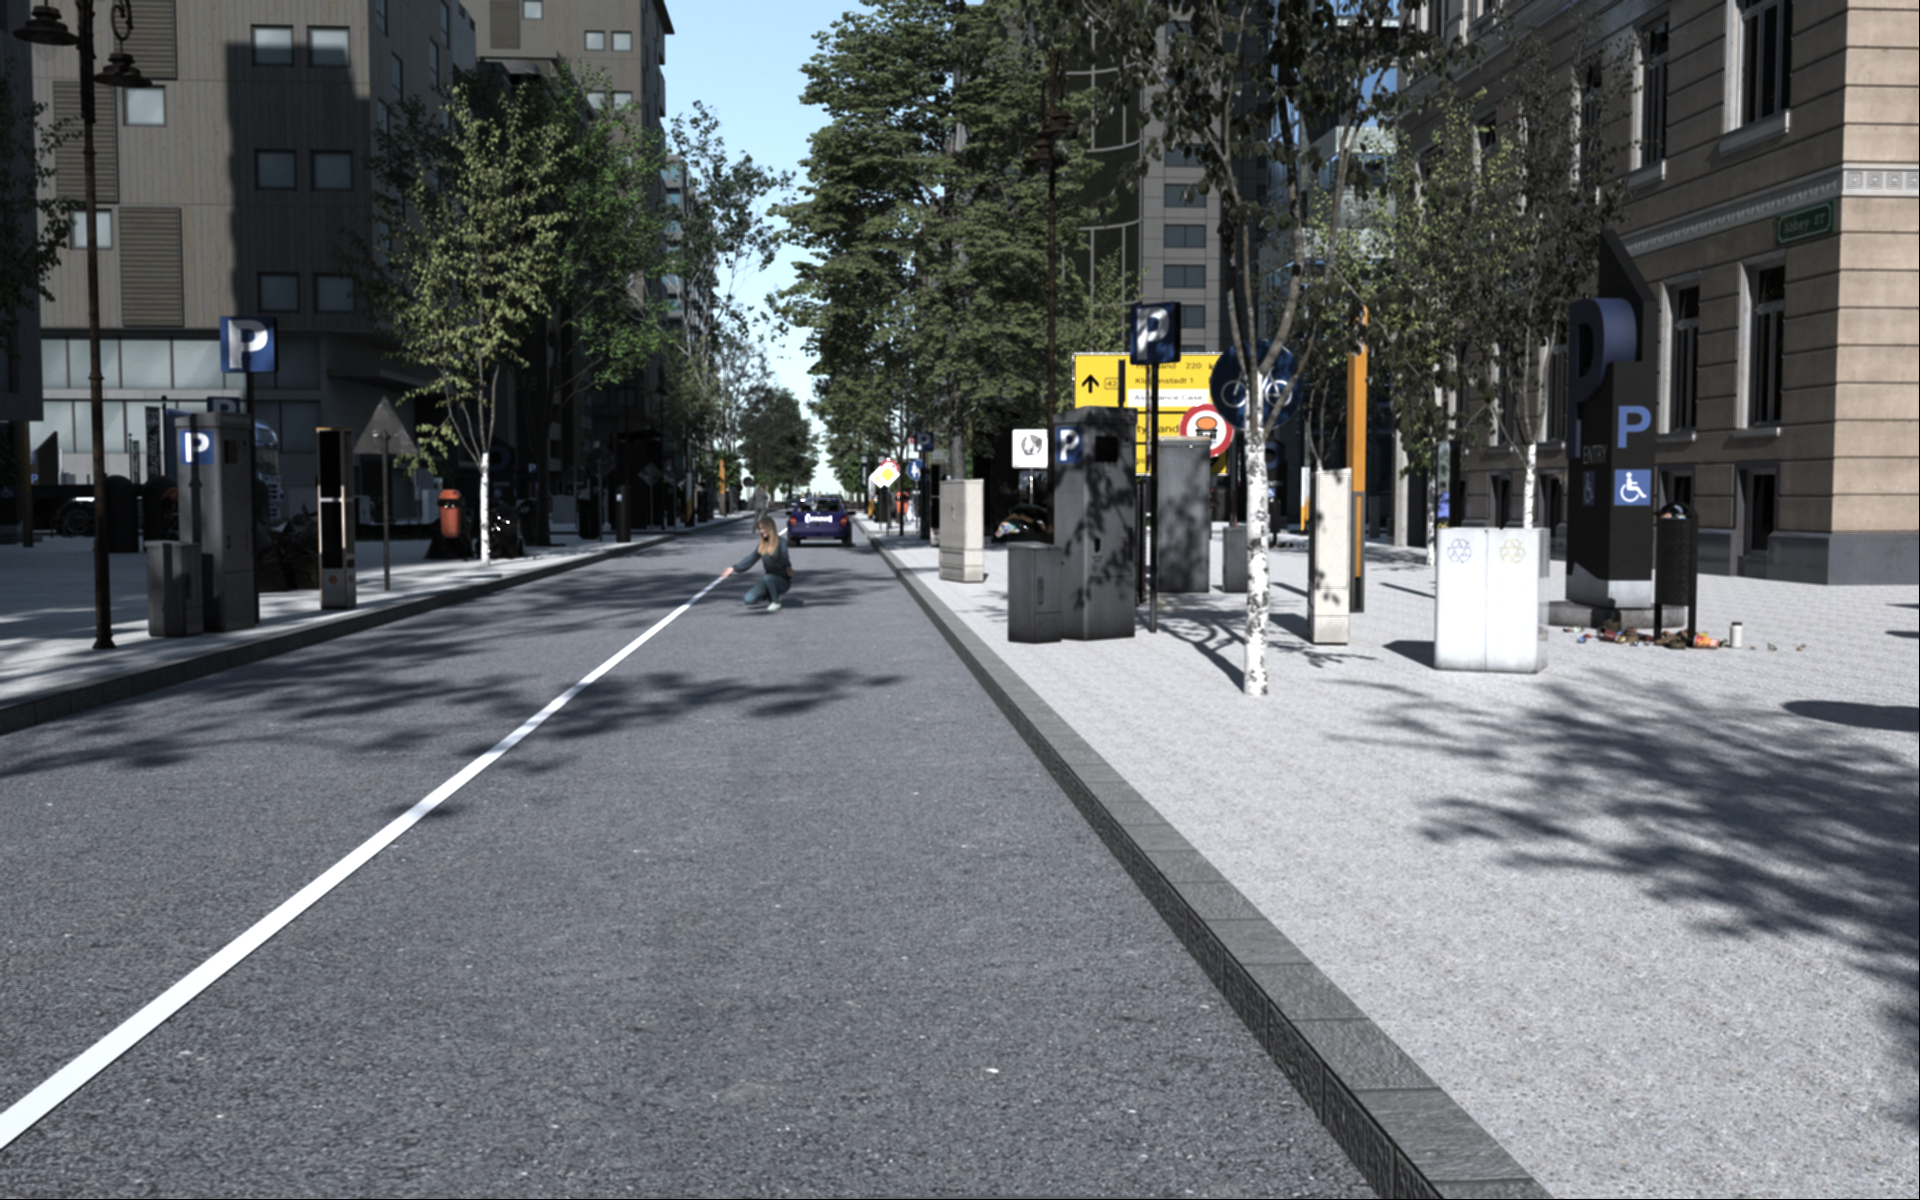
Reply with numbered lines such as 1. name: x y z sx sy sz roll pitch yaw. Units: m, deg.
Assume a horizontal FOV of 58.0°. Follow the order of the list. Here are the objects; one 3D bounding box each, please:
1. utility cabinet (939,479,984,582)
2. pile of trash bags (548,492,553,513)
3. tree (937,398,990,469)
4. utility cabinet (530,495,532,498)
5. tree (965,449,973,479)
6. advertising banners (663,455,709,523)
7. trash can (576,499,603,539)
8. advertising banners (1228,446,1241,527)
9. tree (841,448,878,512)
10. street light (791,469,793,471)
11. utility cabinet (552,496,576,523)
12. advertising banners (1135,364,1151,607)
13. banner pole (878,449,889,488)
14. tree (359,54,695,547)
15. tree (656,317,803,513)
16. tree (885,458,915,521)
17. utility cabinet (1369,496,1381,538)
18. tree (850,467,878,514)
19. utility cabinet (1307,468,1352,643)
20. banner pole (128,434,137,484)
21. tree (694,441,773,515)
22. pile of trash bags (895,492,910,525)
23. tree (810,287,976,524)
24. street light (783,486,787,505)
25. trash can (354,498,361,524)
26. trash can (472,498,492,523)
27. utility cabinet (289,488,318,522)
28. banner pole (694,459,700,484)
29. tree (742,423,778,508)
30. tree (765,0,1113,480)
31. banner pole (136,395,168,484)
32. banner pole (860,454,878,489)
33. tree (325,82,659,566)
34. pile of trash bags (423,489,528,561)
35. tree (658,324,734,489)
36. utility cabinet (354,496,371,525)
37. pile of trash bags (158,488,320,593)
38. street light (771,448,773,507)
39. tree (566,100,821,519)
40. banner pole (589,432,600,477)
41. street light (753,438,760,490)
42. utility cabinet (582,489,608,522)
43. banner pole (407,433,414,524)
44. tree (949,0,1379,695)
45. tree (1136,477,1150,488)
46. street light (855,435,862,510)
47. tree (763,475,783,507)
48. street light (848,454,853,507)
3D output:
1. utility cabinet: 0.003 -1.028 25.488 0.318 1.500 1.173 -1 4 -19
2. pile of trash bags: -18.809 -3.840 72.538 3.447 1.369 1.912 -1 4 -8
3. tree: 0.281 -10.254 118.018 4.737 8.622 4.395 0 3 0
4. utility cabinet: -25.434 -5.703 104.399 1.020 1.237 0.306 2 4 24
5. tree: 1.088 -7.814 111.469 4.285 4.588 4.351 0 3 0
6. advertising banners: -12.353 -5.010 78.103 2.074 3.025 0.090 -1 4 -19
7. trash can: -10.542 -2.301 49.281 0.748 1.137 0.748 0 3 0
8. advertising banners: 9.951 -4.065 62.643 0.090 3.025 2.074 1 4 20
9. tree: -6.758 -8.531 123.191 4.285 4.588 4.351 0 3 0
10. street light: -24.893 -17.356 256.553 0.468 5.910 1.993 0 4 -4
11. utility cabinet: -17.306 -3.950 75.746 1.020 1.237 0.306 -1 4 -12
12. advertising banners: 2.157 -1.486 20.476 0.090 3.025 2.074 1 4 11
13. banner pole: -4.187 -6.493 96.172 0.863 3.779 0.401 -1 4 -9
14. tree: -10.341 -7.122 42.208 9.928 11.665 9.643 0 3 0
15. tree: -16.086 -12.835 120.216 12.009 13.543 11.850 0 3 0
16. tree: -2.804 -5.428 83.353 1.663 3.219 1.824 0 3 0
17. utility cabinet: 12.190 -2.436 50.985 0.306 1.237 1.020 1 4 11
18. tree: -5.615 -7.063 110.083 1.663 3.219 1.824 0 3 0
19. utility cabinet: 3.222 -0.399 15.198 0.318 1.500 1.173 1 4 9
20. banner pole: -34.088 -4.985 71.524 0.863 3.779 0.401 2 4 33
21. tree: -14.875 -7.574 107.542 4.285 4.588 4.351 0 3 0
22. pile of trash bags: -0.998 -3.802 71.916 3.447 1.369 1.912 -1 4 -10
23. tree: -2.820 -8.591 74.868 8.767 10.594 7.601 1 4 21
24. street light: -22.200 -15.178 220.947 0.468 5.910 1.993 0 4 -4
25. trash can: -22.950 -3.279 65.261 0.748 1.137 0.748 0 3 0
26. trash can: -17.729 -3.215 64.218 0.748 1.137 0.748 0 3 0
27. utility cabinet: -24.769 -3.481 65.594 1.173 1.500 0.318 0 4 1
28. banner pole: -17.367 -7.633 114.812 0.863 3.779 0.401 0 4 6
29. tree: -17.919 -12.779 159.292 4.360 8.622 3.978 0 3 0
30. tree: -0.354 -7.145 34.950 7.486 12.596 7.792 0 3 0
31. banner pole: -20.249 -3.289 43.792 0.401 3.779 0.863 1 4 19
32. banner pole: -5.164 -6.471 95.810 0.863 3.779 0.401 -3 4 -36
33. tree: -8.682 -4.921 30.816 4.737 8.622 4.395 0 3 0
34. pile of trash bags: -9.746 -1.508 34.404 1.912 1.369 3.447 0 4 -3
35. tree: -11.777 -7.601 74.642 4.737 8.622 4.395 0 3 0
36. utility cabinet: -24.250 -3.588 69.828 0.306 1.237 1.020 2 4 29
37. pile of trash bags: -10.040 -0.857 23.760 3.447 1.369 1.912 3 5 40
38. street light: -18.781 -12.238 172.874 0.468 5.910 1.993 0 4 -4
39. tree: -13.478 -14.088 86.229 12.611 20.169 13.585 0 3 0
40. banner pole: -14.711 -4.873 69.697 0.863 3.779 0.401 3 5 42
41. street light: -16.149 -10.080 137.603 0.468 5.910 1.993 0 4 -4
42. utility cabinet: -16.780 -4.349 79.785 1.173 1.500 0.318 0 3 0
43. banner pole: -22.445 -4.936 70.717 0.401 3.779 0.863 0 4 4
44. tree: 1.793 -3.687 10.650 4.360 8.622 3.978 0 3 0
45. tree: 8.737 -5.567 85.614 1.663 3.219 1.824 0 3 0
46. street light: -7.830 -9.946 135.398 0.468 5.910 1.993 0 4 -4
47. tree: -19.357 -11.110 176.243 1.663 3.219 1.824 0 3 0
48. street light: -10.919 -12.452 176.384 0.468 5.910 1.993 0 4 -4
